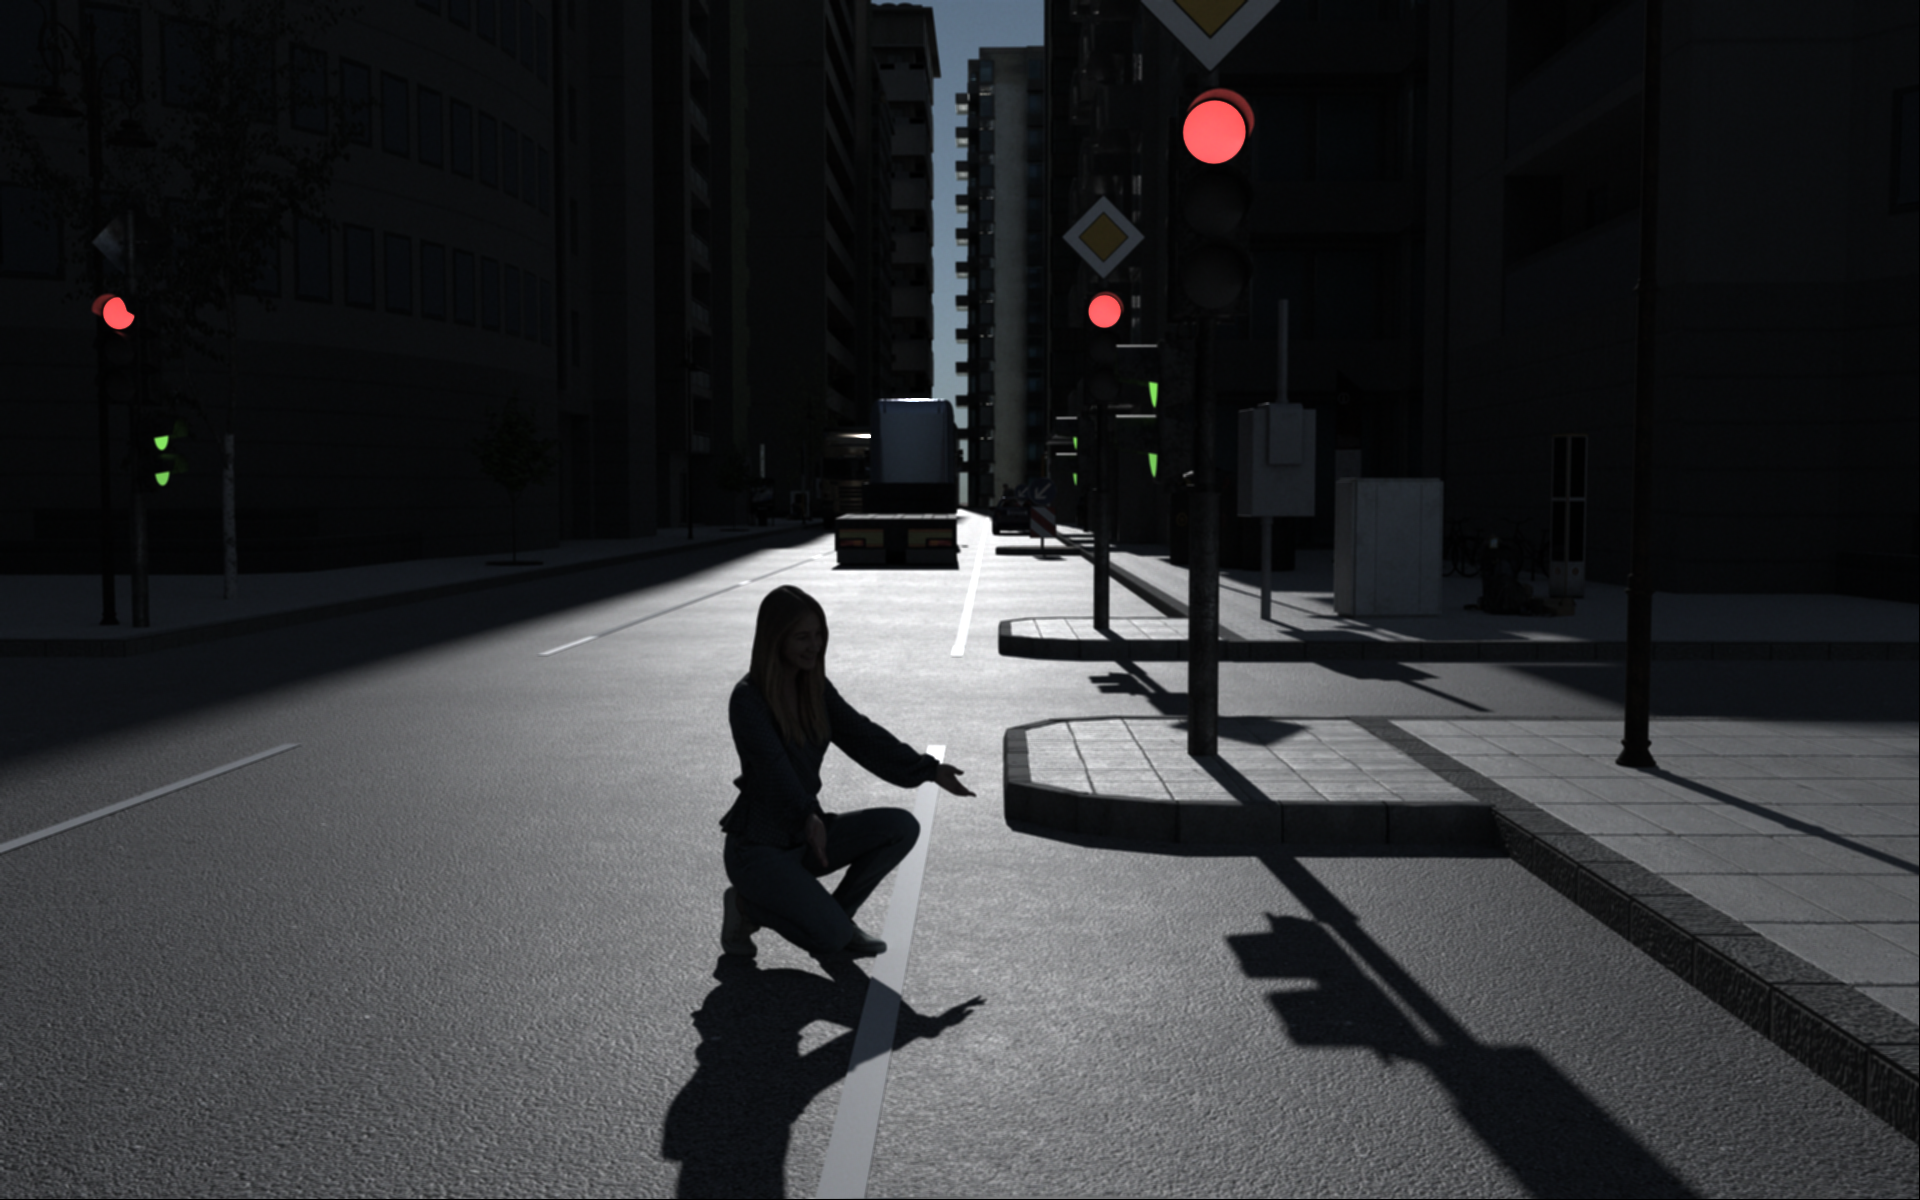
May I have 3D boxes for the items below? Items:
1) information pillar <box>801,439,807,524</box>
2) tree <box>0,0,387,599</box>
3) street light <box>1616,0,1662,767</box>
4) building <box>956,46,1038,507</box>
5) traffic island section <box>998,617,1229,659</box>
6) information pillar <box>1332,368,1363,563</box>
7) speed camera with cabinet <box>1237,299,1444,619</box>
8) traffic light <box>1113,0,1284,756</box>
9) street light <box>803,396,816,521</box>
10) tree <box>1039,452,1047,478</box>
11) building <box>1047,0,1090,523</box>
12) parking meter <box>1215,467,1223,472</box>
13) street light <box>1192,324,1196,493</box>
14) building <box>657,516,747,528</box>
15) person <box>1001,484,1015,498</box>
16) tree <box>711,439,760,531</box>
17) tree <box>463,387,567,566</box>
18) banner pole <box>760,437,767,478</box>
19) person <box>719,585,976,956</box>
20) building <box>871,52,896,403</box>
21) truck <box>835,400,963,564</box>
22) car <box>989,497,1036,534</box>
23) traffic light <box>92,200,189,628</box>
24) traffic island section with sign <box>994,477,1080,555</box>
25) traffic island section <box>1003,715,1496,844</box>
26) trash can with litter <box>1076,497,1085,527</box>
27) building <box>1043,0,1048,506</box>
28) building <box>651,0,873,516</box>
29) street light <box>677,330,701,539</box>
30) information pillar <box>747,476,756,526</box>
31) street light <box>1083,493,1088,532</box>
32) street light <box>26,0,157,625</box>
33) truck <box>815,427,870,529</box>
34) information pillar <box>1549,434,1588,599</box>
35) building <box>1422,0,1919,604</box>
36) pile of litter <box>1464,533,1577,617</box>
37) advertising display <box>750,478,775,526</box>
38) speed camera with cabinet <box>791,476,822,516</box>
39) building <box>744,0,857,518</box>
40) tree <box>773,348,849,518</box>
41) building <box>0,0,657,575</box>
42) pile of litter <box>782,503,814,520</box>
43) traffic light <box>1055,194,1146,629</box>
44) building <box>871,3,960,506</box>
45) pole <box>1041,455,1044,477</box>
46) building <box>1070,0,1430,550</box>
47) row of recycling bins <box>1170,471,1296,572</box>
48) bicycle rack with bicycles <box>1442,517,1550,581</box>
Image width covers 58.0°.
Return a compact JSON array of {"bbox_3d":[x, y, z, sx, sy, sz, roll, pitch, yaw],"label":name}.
[{"bbox_3d":[-6.652,-5.030,73.591,0.183,3.616,0.504,0,4,3],"label":"information pillar"},{"bbox_3d":[-9.167,-4.317,20.944,4.360,8.622,3.978,0,3,0],"label":"tree"},{"bbox_3d":[3.204,-2.156,8.033,0.468,5.910,1.993,0,4,1],"label":"street light"},{"bbox_3d":[14.857,-34.635,185.887,30.456,49.044,23.786,0,4,1],"label":"building"},{"bbox_3d":[1.371,0.352,16.532,2.009,0.180,2.903,0,4,1],"label":"traffic island section"},{"bbox_3d":[7.222,-2.502,32.262,0.504,3.616,0.183,1,4,23],"label":"information pillar"},{"bbox_3d":[3.948,-1.447,17.990,2.038,3.252,0.660,0,4,-7],"label":"speed camera with cabinet"},{"bbox_3d":[1.179,-1.194,8.435,0.839,4.253,0.868,0,4,1],"label":"traffic light"},{"bbox_3d":[-7.077,-6.661,81.696,0.468,5.910,1.993,0,4,1],"label":"street light"},{"bbox_3d":[6.016,-6.827,95.336,4.285,4.588,4.351,0,3,0],"label":"tree"},{"bbox_3d":[11.115,-18.972,81.894,14.160,30.474,14.107,0,4,1],"label":"building"},{"bbox_3d":[5.346,-1.874,36.357,0.255,1.863,0.399,3,5,44],"label":"parking meter"},{"bbox_3d":[3.585,-3.268,26.221,0.468,5.910,1.993,0,4,1],"label":"street light"},{"bbox_3d":[-16.221,-23.472,67.363,14.154,41.232,14.086,0,4,1],"label":"building"},{"bbox_3d":[1.958,-3.776,70.043,0.655,1.846,0.447,3,4,37],"label":"person"},{"bbox_3d":[-7.745,-4.016,60.264,1.663,3.219,1.824,0,3,0],"label":"tree"},{"bbox_3d":[-7.966,-2.251,31.401,1.663,3.219,1.824,0,3,0],"label":"tree"},{"bbox_3d":[-8.611,-5.265,76.094,0.401,3.779,0.863,-2,4,-29],"label":"banner pole"},{"bbox_3d":[-0.361,0.526,5.402,0.738,1.151,1.012,3,4,38],"label":"person"},{"bbox_3d":[-17.901,-28.133,151.852,23.993,40.220,32.217,0,4,1],"label":"building"},{"bbox_3d":[-1.334,-3.297,43.663,2.967,4.110,18.799,0,4,0],"label":"truck"},{"bbox_3d":[2.032,-3.076,62.875,1.945,1.354,3.894,0,4,0],"label":"car"},{"bbox_3d":[-7.879,-1.692,16.578,0.839,4.253,0.868,0,4,1],"label":"traffic light"},{"bbox_3d":[1.849,-2.006,41.422,1.989,1.847,2.006,0,4,1],"label":"traffic island section with sign"},{"bbox_3d":[1.219,0.840,8.548,2.009,0.180,2.903,0,4,1],"label":"traffic island section"},{"bbox_3d":[4.924,-3.501,68.633,0.624,1.170,1.055,0,4,-2],"label":"trash can with litter"},{"bbox_3d":[16.532,-35.632,124.581,21.231,58.520,28.212,0,4,1],"label":"building"},{"bbox_3d":[-13.528,-26.693,120.021,14.154,41.232,14.086,0,4,1],"label":"building"},{"bbox_3d":[-7.663,-4.665,49.064,0.468,5.910,1.993,0,4,1],"label":"street light"},{"bbox_3d":[-8.477,-4.032,70.413,0.304,2.012,0.304,-1,4,-20],"label":"information pillar"},{"bbox_3d":[4.258,-5.243,58.516,0.468,5.910,1.993,0,4,1],"label":"street light"},{"bbox_3d":[-8.352,-2.694,16.830,0.468,5.910,1.993,0,4,1],"label":"street light"},{"bbox_3d":[-4.460,-5.217,74.211,2.839,4.237,11.283,0,4,-1],"label":"truck"},{"bbox_3d":[7.466,-1.025,21.257,0.304,2.012,0.304,-1,4,-23],"label":"information pillar"},{"bbox_3d":[23.298,-29.521,24.662,28.212,58.520,21.231,0,4,1],"label":"building"},{"bbox_3d":[6.114,-0.300,18.877,1.176,0.858,1.719,1,4,15],"label":"pile of litter"},{"bbox_3d":[-7.848,-3.892,68.843,0.974,1.923,0.123,0,4,7],"label":"advertising display"},{"bbox_3d":[-7.902,-5.943,91.512,2.038,3.252,0.660,-1,4,-14],"label":"speed camera with cabinet"},{"bbox_3d":[-17.618,-29.258,102.063,21.300,48.544,21.600,0,4,1],"label":"building"},{"bbox_3d":[-7.658,-8.429,88.172,4.737,8.622,4.395,0,3,0],"label":"tree"},{"bbox_3d":[-20.094,-30.325,37.809,21.231,58.520,28.212,0,4,1],"label":"building"},{"bbox_3d":[-8.093,-4.377,85.524,1.719,0.858,1.176,1,4,17],"label":"pile of litter"},{"bbox_3d":[1.331,-1.682,16.419,0.839,4.253,0.868,0,4,1],"label":"traffic light"},{"bbox_3d":[-14.061,-36.683,189.008,27.495,52.752,28.713,0,4,1],"label":"building"},{"bbox_3d":[4.348,-5.946,91.058,0.158,3.312,0.155,0,3,0],"label":"pole"},{"bbox_3d":[14.723,-26.387,51.028,23.786,49.044,30.456,0,4,1],"label":"building"},{"bbox_3d":[4.758,-1.420,30.331,1.069,1.692,3.534,-1,4,-20],"label":"row of recycling bins"},{"bbox_3d":[7.418,-0.789,26.283,2.852,0.926,2.925,-1,4,-17],"label":"bicycle rack with bicycles"}]
